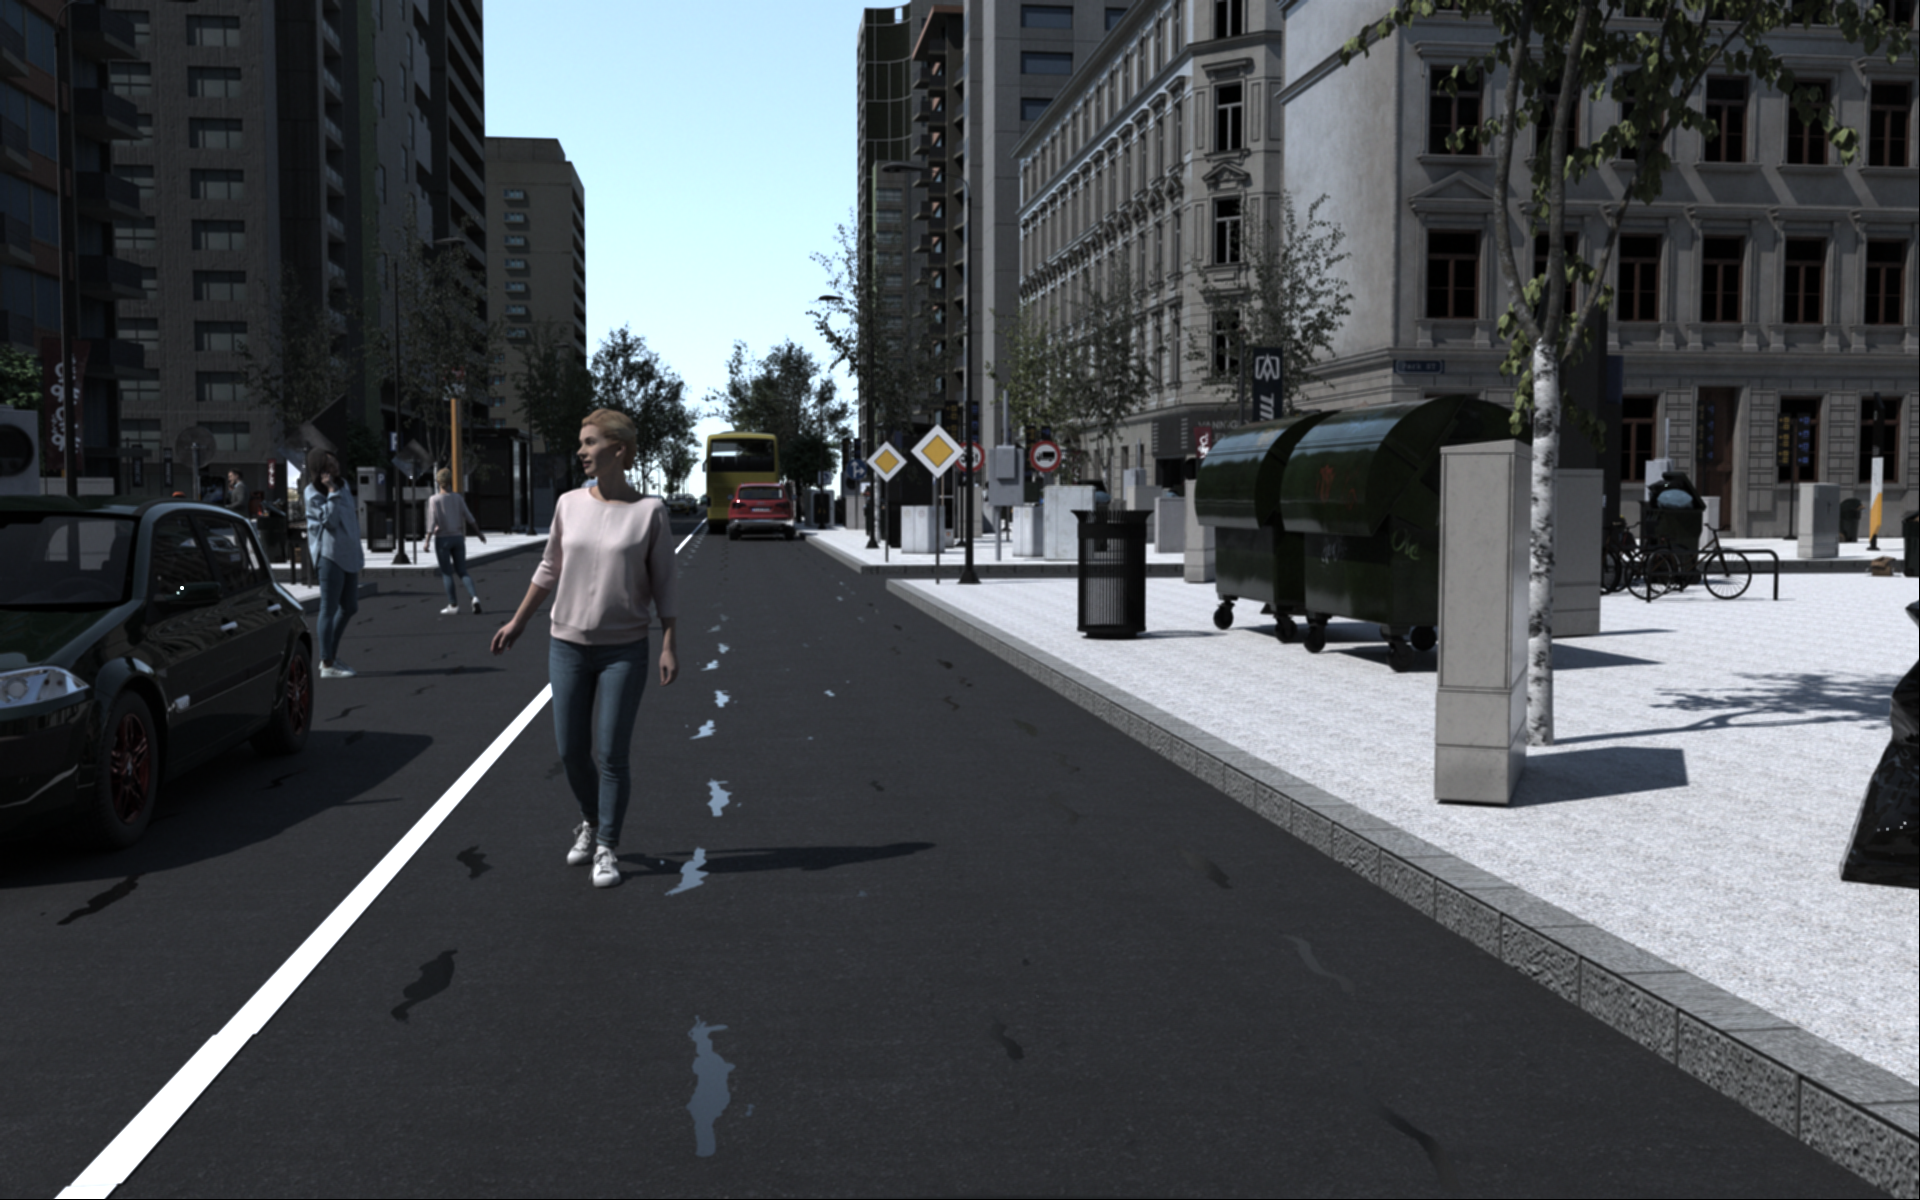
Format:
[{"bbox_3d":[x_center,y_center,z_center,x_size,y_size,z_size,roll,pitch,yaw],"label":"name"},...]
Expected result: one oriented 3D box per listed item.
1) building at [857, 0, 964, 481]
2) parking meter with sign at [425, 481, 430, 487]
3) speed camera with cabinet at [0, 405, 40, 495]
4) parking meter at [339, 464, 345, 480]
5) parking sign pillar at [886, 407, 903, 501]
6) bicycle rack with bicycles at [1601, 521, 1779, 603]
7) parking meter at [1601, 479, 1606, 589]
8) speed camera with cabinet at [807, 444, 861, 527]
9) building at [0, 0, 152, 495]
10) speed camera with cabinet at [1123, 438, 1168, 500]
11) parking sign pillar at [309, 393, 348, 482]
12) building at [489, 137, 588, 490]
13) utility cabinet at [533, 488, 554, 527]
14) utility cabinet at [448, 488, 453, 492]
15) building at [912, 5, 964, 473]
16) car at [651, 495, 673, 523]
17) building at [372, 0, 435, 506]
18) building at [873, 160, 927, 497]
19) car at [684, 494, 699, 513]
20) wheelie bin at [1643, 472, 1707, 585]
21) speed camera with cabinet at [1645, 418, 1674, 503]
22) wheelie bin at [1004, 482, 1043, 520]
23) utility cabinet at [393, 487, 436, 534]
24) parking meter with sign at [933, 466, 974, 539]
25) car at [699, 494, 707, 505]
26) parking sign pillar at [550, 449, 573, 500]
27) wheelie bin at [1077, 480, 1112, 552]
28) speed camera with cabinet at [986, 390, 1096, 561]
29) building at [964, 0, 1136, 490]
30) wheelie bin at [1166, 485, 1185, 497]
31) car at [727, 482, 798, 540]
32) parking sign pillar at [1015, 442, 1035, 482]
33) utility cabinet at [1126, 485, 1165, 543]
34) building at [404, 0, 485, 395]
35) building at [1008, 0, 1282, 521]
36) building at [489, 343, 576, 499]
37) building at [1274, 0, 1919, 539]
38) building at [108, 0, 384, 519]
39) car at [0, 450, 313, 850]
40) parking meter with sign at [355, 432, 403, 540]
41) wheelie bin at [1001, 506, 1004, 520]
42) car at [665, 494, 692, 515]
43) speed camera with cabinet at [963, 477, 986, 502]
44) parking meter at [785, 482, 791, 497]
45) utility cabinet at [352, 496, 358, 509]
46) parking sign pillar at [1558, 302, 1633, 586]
[{"bbox_3d":[-6.395,-50.019,256.064,20.563,71.187,20.611,0,4,-8],"label":"building"},{"bbox_3d":[-30.532,-6.253,98.499,1.738,3.016,0.543,0,4,-5],"label":"parking meter with sign"},{"bbox_3d":[-21.763,-2.813,40.323,0.660,3.252,2.038,2,4,32],"label":"speed camera with cabinet"},{"bbox_3d":[-12.105,-1.713,33.726,0.255,1.863,0.399,-1,4,-19],"label":"parking meter"},{"bbox_3d":[-1.949,-3.829,51.077,1.447,3.967,1.447,0,3,0],"label":"parking sign pillar"},{"bbox_3d":[8.591,-0.503,21.604,2.925,0.926,2.852,-1,4,-13],"label":"bicycle rack with bicycles"},{"bbox_3d":[8.595,-0.929,23.605,0.372,1.533,0.369,0,3,0],"label":"parking meter"},{"bbox_3d":[-4.935,-4.486,67.687,2.038,3.252,0.660,-1,4,-19],"label":"speed camera with cabinet"},{"bbox_3d":[-41.077,-24.595,56.748,22.147,44.769,28.867,0,4,-8],"label":"building"},{"bbox_3d":[6.693,-4.153,62.244,0.660,3.252,2.038,3,5,43],"label":"speed camera with cabinet"},{"bbox_3d":[-16.850,-3.509,45.837,1.447,3.967,1.447,2,4,27],"label":"parking sign pillar"},{"bbox_3d":[-63.047,-37.573,238.012,21.300,48.544,21.600,0,4,-8],"label":"building"},{"bbox_3d":[-16.041,-3.516,66.164,1.173,1.500,0.318,2,4,25],"label":"utility cabinet"},{"bbox_3d":[-18.401,-3.263,62.036,1.173,1.500,0.318,0,4,4],"label":"utility cabinet"},{"bbox_3d":[7.320,-30.734,157.122,22.147,44.769,28.867,0,4,-8],"label":"building"},{"bbox_3d":[-12.497,-3.504,69.294,2.014,1.417,4.499,0,4,-8],"label":"car"},{"bbox_3d":[-50.701,-32.144,114.798,28.713,52.752,27.495,0,4,-8],"label":"building"},{"bbox_3d":[-3.955,-32.533,215.506,14.154,41.232,14.086,0,4,-8],"label":"building"},{"bbox_3d":[-20.740,-7.255,130.422,2.131,1.459,4.920,0,4,-7],"label":"car"},{"bbox_3d":[10.135,-1.021,24.605,0.693,1.594,0.980,0,4,-3],"label":"wheelie bin"},{"bbox_3d":[18.665,-3.149,45.820,0.660,3.252,2.038,3,4,36],"label":"speed camera with cabinet"},{"bbox_3d":[1.705,-2.231,44.380,0.980,1.594,0.693,0,4,7],"label":"wheelie bin"},{"bbox_3d":[-17.517,-2.866,55.535,1.173,1.500,0.318,-1,4,-9],"label":"utility cabinet"},{"bbox_3d":[-0.436,-3.275,49.812,1.738,3.016,0.543,-1,4,-15],"label":"parking meter with sign"},{"bbox_3d":[-32.725,-13.010,224.518,2.131,1.459,4.920,0,4,-6],"label":"car"},{"bbox_3d":[-23.821,-7.040,103.576,1.447,3.967,1.447,-3,5,-43],"label":"parking sign pillar"},{"bbox_3d":[2.926,-1.876,38.582,0.980,1.594,0.693,2,4,32],"label":"wheelie bin"},{"bbox_3d":[1.578,-2.379,33.230,2.038,3.252,0.660,0,4,4],"label":"speed camera with cabinet"},{"bbox_3d":[10.803,-35.867,128.427,21.231,58.520,28.212,0,4,-8],"label":"building"},{"bbox_3d":[7.522,-3.178,59.861,0.693,1.594,0.980,2,4,34],"label":"wheelie bin"},{"bbox_3d":[-6.327,-2.857,55.381,2.281,1.827,5.304,0,4,-6],"label":"car"},{"bbox_3d":[3.526,-6.202,89.875,1.447,3.967,1.447,-1,4,-17],"label":"parking sign pillar"},{"bbox_3d":[4.781,-2.225,45.059,0.318,1.500,1.173,3,5,42],"label":"utility cabinet"},{"bbox_3d":[-50.558,-31.557,139.664,21.300,48.544,21.600,0,4,-8],"label":"building"},{"bbox_3d":[14.382,-19.063,88.097,17.030,29.872,44.131,0,4,-8],"label":"building"},{"bbox_3d":[-62.795,-22.532,213.445,27.650,21.520,28.899,0,4,-8],"label":"building"},{"bbox_3d":[21.069,-13.325,54.018,21.152,22.565,11.583,0,4,-8],"label":"building"},{"bbox_3d":[-39.919,-25.050,93.161,14.154,41.232,14.086,0,4,-8],"label":"building"},{"bbox_3d":[-4.335,0.102,8.117,2.009,1.686,4.222,0,4,-7],"label":"car"},{"bbox_3d":[-16.594,-3.217,48.861,1.738,3.016,0.543,1,4,21],"label":"parking meter with sign"},{"bbox_3d":[2.239,-4.842,87.079,0.980,1.594,0.693,1,4,17],"label":"wheelie bin"},{"bbox_3d":[-19.217,-6.555,117.394,2.015,1.641,3.980,-1,4,-9],"label":"car"},{"bbox_3d":[1.318,-5.176,78.970,2.038,3.252,0.660,0,4,8],"label":"speed camera with cabinet"},{"bbox_3d":[-8.627,-4.966,86.897,0.255,1.863,0.399,0,4,-6],"label":"parking meter"},{"bbox_3d":[-21.512,-3.088,61.655,0.306,1.237,1.020,3,5,40],"label":"utility cabinet"},{"bbox_3d":[8.869,-2.217,24.718,1.447,3.967,1.447,-1,4,-14],"label":"parking sign pillar"}]
